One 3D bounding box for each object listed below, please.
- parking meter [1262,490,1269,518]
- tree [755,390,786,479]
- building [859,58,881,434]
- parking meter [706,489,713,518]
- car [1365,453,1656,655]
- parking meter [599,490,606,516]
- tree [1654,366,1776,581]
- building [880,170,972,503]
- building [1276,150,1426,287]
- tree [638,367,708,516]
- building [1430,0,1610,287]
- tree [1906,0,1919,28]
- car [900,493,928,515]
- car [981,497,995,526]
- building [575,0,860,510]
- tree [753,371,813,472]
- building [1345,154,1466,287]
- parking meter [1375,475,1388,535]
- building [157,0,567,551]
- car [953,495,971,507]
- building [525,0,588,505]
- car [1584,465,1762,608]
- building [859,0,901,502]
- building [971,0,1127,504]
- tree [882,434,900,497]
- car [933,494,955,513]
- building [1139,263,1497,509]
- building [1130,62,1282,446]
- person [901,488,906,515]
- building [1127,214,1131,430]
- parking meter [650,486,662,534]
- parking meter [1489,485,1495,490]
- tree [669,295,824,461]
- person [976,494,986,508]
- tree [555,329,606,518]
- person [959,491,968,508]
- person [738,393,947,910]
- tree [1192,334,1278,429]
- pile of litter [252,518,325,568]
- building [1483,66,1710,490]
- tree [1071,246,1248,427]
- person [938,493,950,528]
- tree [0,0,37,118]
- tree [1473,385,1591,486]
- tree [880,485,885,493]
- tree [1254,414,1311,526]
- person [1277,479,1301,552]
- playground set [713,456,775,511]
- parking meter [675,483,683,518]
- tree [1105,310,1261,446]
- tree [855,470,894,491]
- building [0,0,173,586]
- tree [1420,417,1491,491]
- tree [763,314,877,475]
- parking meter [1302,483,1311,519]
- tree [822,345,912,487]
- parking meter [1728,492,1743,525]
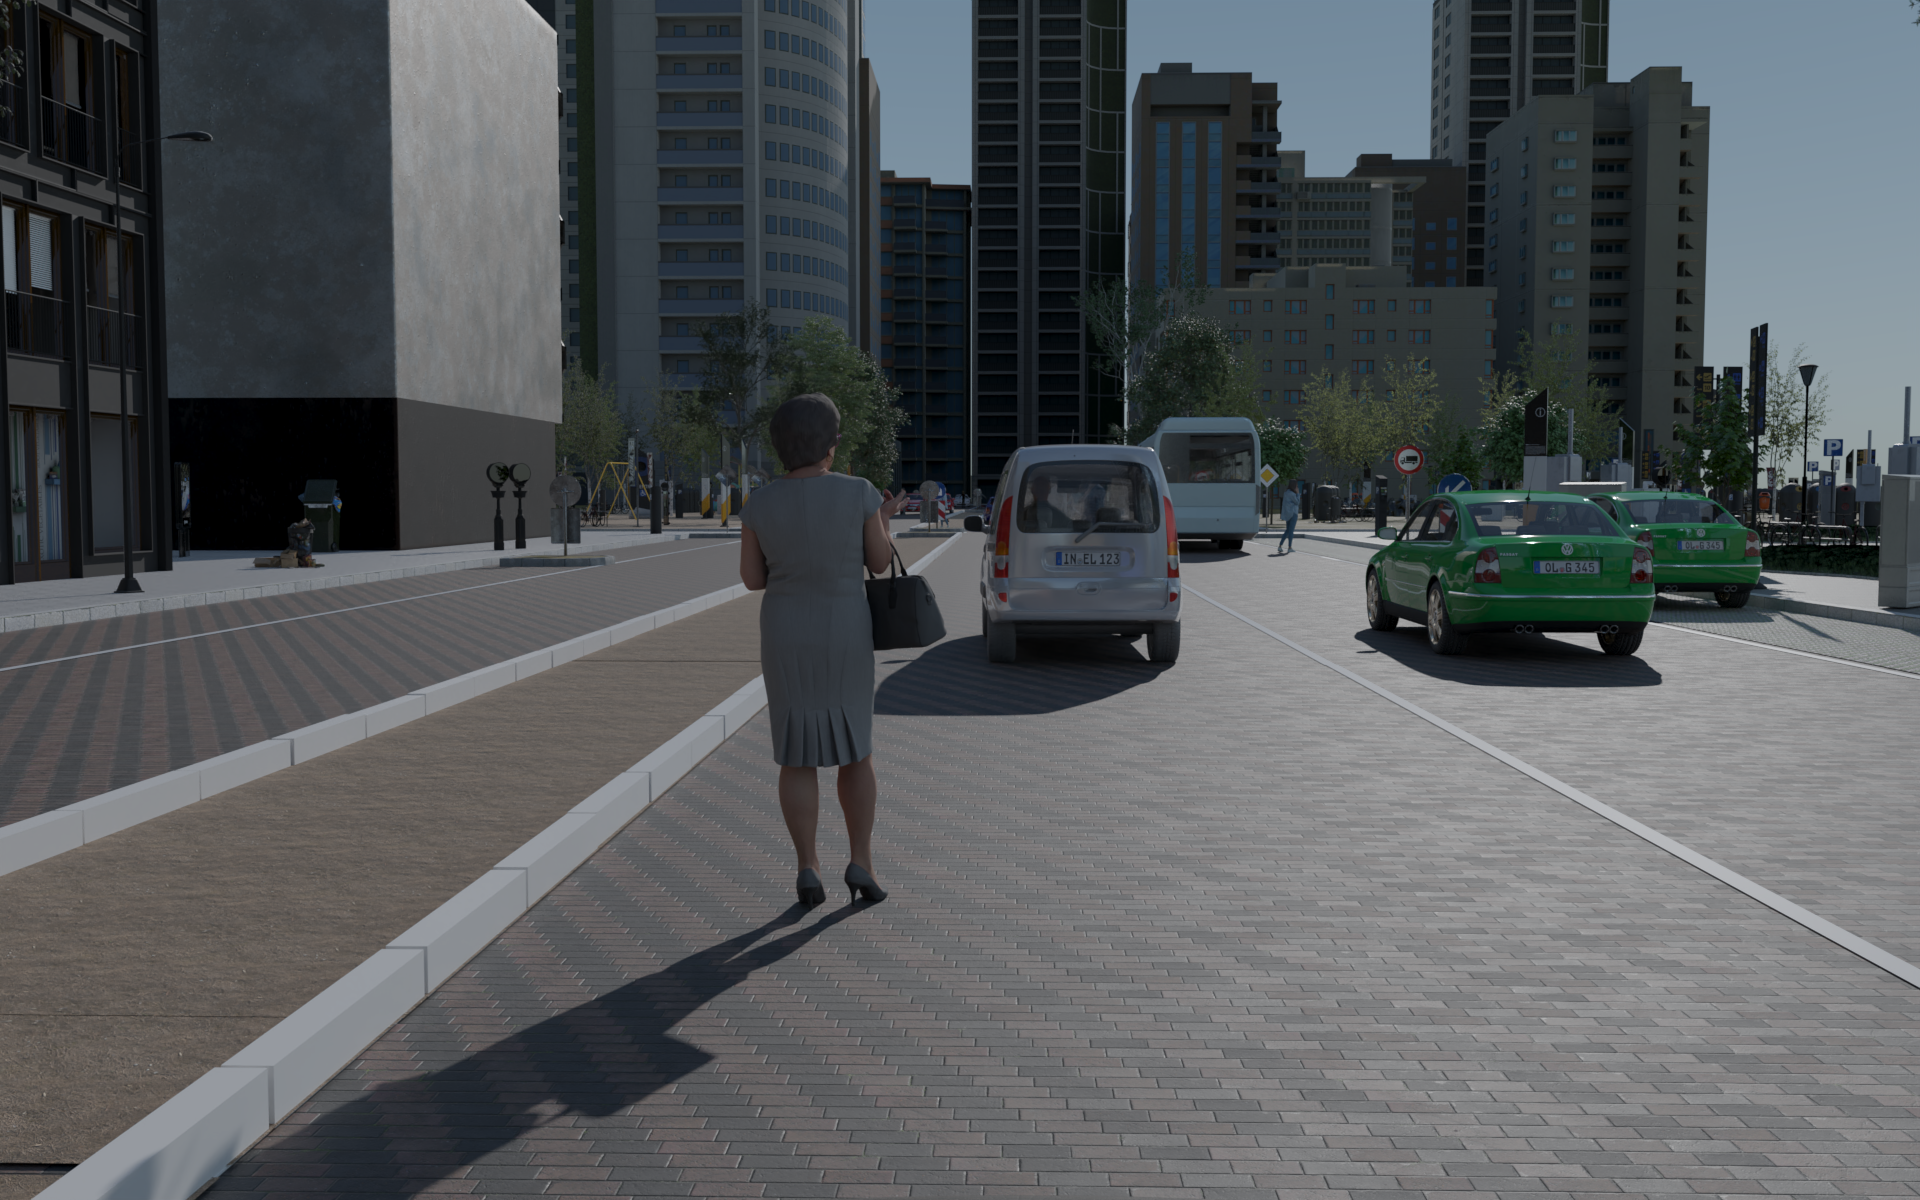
[{"bbox_3d":[16.684,-5.265,94.501,0.372,1.533,0.369,0,3,0],"label":"parking meter"},{"bbox_3d":[-12.465,-10.485,121.791,4.737,8.622,4.395,0,3,0],"label":"tree"},{"bbox_3d":[-15.459,-32.143,175.641,14.600,45.320,14.200,0,4,2],"label":"building"},{"bbox_3d":[-13.209,-5.078,91.442,0.372,1.533,0.369,0,3,0],"label":"parking meter"},{"bbox_3d":[5.166,-0.489,16.794,1.959,1.807,4.718,0,4,2],"label":"car"},{"bbox_3d":[-20.538,-5.567,99.428,0.372,1.533,0.369,0,3,0],"label":"parking meter"},{"bbox_3d":[11.474,-1.906,25.769,1.663,3.219,1.824,0,3,0],"label":"tree"},{"bbox_3d":[-12.638,-35.619,237.000,28.867,44.769,22.147,0,4,2],"label":"building"},{"bbox_3d":[34.945,-31.110,200.531,32.217,40.220,23.993,0,4,2],"label":"building"},{"bbox_3d":[-16.645,-9.161,100.146,4.360,8.622,3.978,0,3,0],"label":"tree"},{"bbox_3d":[75.626,-48.586,232.634,20.611,71.187,20.563,0,4,2],"label":"building"},{"bbox_3d":[11.924,-6.354,14.265,12.009,13.543,11.850,0,3,0],"label":"tree"},{"bbox_3d":[-3.238,-6.841,120.887,2.155,1.783,4.494,0,4,1],"label":"car"},{"bbox_3d":[1.880,-3.872,75.893,1.945,1.354,3.894,0,4,1],"label":"car"},{"bbox_3d":[-20.642,-37.444,154.215,21.231,58.520,28.212,0,4,2],"label":"building"},{"bbox_3d":[-9.661,-9.066,98.599,4.360,8.622,3.978,0,3,0],"label":"tree"},{"bbox_3d":[58.132,-35.510,230.694,14.200,45.320,14.600,0,4,2],"label":"building"},{"bbox_3d":[13.122,-2.950,53.952,0.255,1.863,0.399,-1,4,-11],"label":"parking meter"},{"bbox_3d":[-20.773,-10.992,47.166,16.811,18.784,16.820,0,4,2],"label":"building"},{"bbox_3d":[0.196,-10.958,191.525,2.083,1.381,4.827,0,4,1],"label":"car"},{"bbox_3d":[-48.838,-46.881,204.754,20.611,71.187,20.563,0,4,2],"label":"building"},{"bbox_3d":[8.951,-0.872,23.050,1.959,1.807,4.718,0,4,1],"label":"car"},{"bbox_3d":[-23.104,-54.364,201.521,31.000,86.520,22.319,0,4,2],"label":"building"},{"bbox_3d":[12.061,-48.698,234.463,20.611,71.187,20.563,0,4,2],"label":"building"},{"bbox_3d":[-7.228,-12.885,161.032,4.360,8.622,3.978,0,3,0],"label":"tree"},{"bbox_3d":[-1.414,-7.526,132.090,2.155,1.783,4.494,0,4,2],"label":"car"},{"bbox_3d":[31.358,-19.236,159.555,27.650,21.520,28.899,0,4,2],"label":"building"},{"bbox_3d":[25.261,-32.485,181.232,14.600,45.320,14.200,0,4,2],"label":"building"},{"bbox_3d":[-3.910,-6.718,118.149,0.447,1.846,0.655,0,4,8],"label":"person"},{"bbox_3d":[29.799,-33.535,231.895,14.086,41.232,14.154,0,4,2],"label":"building"},{"bbox_3d":[-9.807,-2.901,55.846,0.372,1.533,0.369,0,3,0],"label":"parking meter"},{"bbox_3d":[34.751,-6.567,113.076,0.399,1.863,0.255,2,4,26],"label":"parking meter"},{"bbox_3d":[-9.796,-8.939,80.573,8.767,10.594,7.601,2,4,34],"label":"tree"},{"bbox_3d":[2.095,-10.197,176.006,1.217,1.735,0.721,0,4,6],"label":"person"},{"bbox_3d":[-17.249,-7.461,72.355,4.360,8.622,3.978,0,3,0],"label":"tree"},{"bbox_3d":[0.395,-10.391,178.909,1.217,1.766,0.721,3,5,41],"label":"person"},{"bbox_3d":[-0.402,0.169,6.093,0.716,1.782,0.532,0,4,3],"label":"person"},{"bbox_3d":[12.826,-7.966,80.604,4.737,8.622,4.395,0,3,0],"label":"tree"},{"bbox_3d":[-11.825,-1.009,30.462,1.176,0.858,1.719,-2,4,-26],"label":"pile of litter"},{"bbox_3d":[74.305,-35.331,201.363,21.600,48.544,21.300,0,4,2],"label":"building"},{"bbox_3d":[15.146,-16.919,132.509,12.611,20.169,13.585,0,3,0],"label":"tree"},{"bbox_3d":[-0.712,-3.866,71.976,0.793,1.790,0.793,2,4,28],"label":"person"},{"bbox_3d":[-11.138,-4.001,15.775,4.360,8.622,3.978,0,3,0],"label":"tree"},{"bbox_3d":[17.262,-4.194,52.292,4.285,4.588,4.351,0,3,0],"label":"tree"},{"bbox_3d":[-7.088,-9.492,149.800,1.663,3.219,1.824,0,3,0],"label":"tree"},{"bbox_3d":[12.752,-5.349,71.175,4.285,4.588,4.351,0,3,0],"label":"tree"},{"bbox_3d":[8.098,-2.071,42.631,0.793,1.790,0.793,3,5,43],"label":"person"},{"bbox_3d":[-16.970,-8.828,131.118,5.637,4.214,5.302,0,4,1],"label":"playground set"},{"bbox_3d":[-14.941,-5.281,92.055,0.399,1.863,0.255,-2,4,-31],"label":"parking meter"},{"bbox_3d":[14.313,-11.683,108.023,9.611,12.733,9.660,0,3,0],"label":"tree"},{"bbox_3d":[-7.358,-9.877,145.199,4.285,4.588,4.351,0,3,0],"label":"tree"},{"bbox_3d":[-19.559,-11.676,20.579,12.332,23.373,15.834,0,4,2],"label":"building"},{"bbox_3d":[12.669,-3.003,43.704,1.663,3.219,1.824,0,3,0],"label":"tree"},{"bbox_3d":[-8.671,-11.711,109.598,7.486,12.596,7.792,0,3,0],"label":"tree"},{"bbox_3d":[17.546,-5.022,87.813,0.255,1.863,0.399,-3,5,-42],"label":"parking meter"},{"bbox_3d":[-8.309,-13.248,133.619,9.611,12.733,9.660,0,3,0],"label":"tree"},{"bbox_3d":[22.850,-2.607,51.036,0.372,1.533,0.369,0,3,0],"label":"parking meter"}]
